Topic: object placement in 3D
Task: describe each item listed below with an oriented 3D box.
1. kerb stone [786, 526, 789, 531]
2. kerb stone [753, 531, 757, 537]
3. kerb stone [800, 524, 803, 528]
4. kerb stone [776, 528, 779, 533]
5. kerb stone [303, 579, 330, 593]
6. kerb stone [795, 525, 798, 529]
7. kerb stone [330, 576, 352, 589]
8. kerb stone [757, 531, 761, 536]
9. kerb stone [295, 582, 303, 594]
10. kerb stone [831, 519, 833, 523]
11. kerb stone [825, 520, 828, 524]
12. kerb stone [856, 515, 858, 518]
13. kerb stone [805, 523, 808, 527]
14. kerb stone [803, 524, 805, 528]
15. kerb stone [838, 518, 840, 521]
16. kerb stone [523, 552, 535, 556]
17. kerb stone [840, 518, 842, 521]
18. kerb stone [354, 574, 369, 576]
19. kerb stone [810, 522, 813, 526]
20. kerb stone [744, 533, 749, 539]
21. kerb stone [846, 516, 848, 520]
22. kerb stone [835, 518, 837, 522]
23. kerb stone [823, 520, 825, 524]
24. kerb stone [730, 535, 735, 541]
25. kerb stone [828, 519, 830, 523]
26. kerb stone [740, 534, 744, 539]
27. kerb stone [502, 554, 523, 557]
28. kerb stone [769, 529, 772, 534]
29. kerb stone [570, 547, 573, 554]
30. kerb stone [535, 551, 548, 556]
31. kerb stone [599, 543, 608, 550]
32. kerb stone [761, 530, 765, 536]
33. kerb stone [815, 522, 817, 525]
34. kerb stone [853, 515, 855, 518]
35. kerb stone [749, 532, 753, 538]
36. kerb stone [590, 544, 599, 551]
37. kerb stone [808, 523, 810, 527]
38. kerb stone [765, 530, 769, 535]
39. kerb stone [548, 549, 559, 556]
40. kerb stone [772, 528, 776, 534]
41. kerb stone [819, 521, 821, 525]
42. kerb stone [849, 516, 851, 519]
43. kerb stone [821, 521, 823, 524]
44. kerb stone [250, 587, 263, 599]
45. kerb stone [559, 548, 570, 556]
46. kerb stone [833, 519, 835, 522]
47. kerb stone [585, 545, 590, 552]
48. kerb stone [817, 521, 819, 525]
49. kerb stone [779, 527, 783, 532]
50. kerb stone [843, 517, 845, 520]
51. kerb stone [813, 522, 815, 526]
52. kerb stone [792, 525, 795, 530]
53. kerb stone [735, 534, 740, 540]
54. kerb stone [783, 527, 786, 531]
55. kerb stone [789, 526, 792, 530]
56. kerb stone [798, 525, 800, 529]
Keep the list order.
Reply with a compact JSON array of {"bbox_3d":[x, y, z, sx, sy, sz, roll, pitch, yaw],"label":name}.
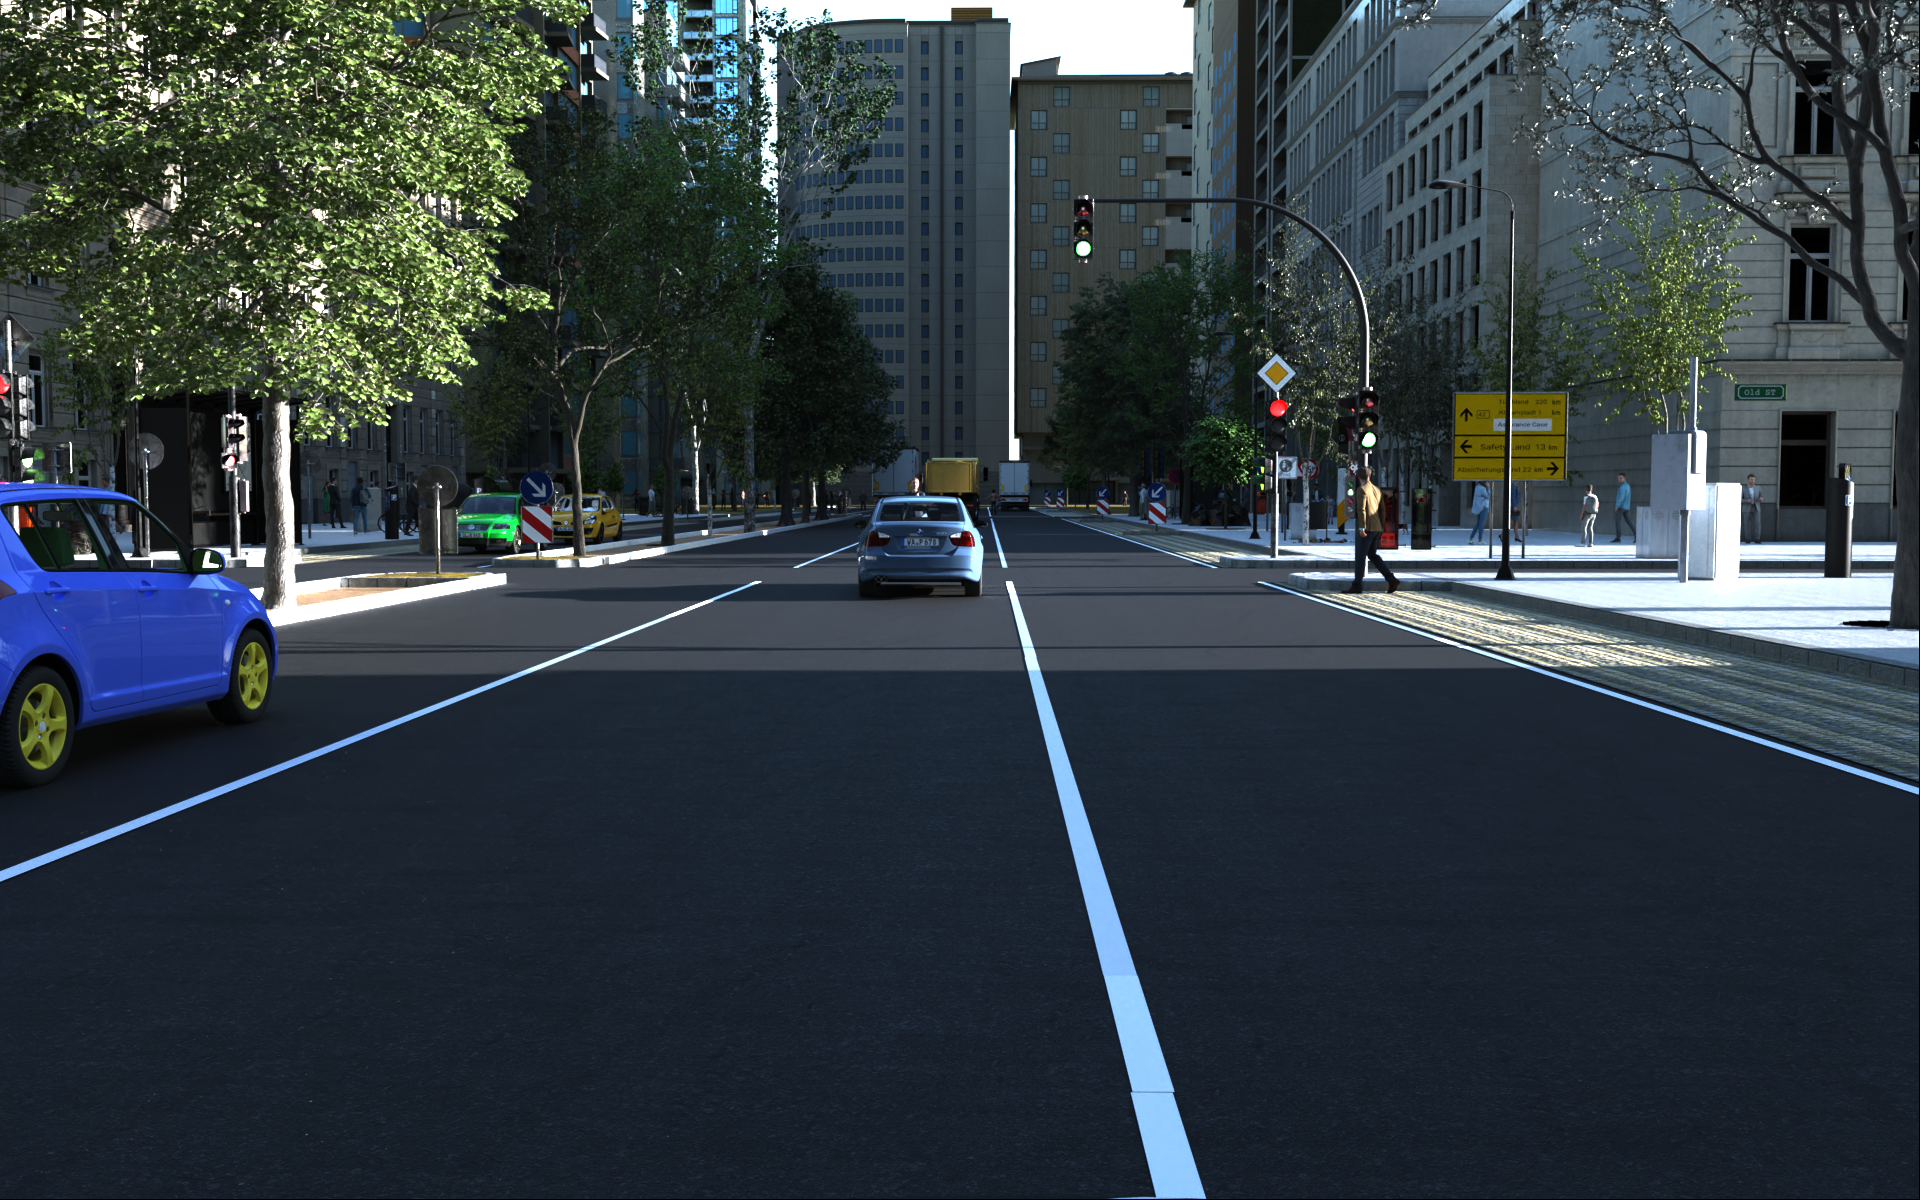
[{"bbox_3d":[-6.826,-2.730,66.828,0.120,0.150,1.000,0,4,1],"label":"kerb stone"},{"bbox_3d":[-6.959,-2.165,57.594,0.120,0.150,1.000,0,4,1],"label":"kerb stone"},{"bbox_3d":[-6.746,-3.043,71.946,0.120,0.150,1.000,0,4,1],"label":"kerb stone"},{"bbox_3d":[-6.870,-2.537,63.750,0.120,0.150,1.000,0,4,1],"label":"kerb stone"},{"bbox_3d":[-9.498,-0.191,25.323,0.120,0.150,1.000,0,4,1],"label":"kerb stone"},{"bbox_3d":[-6.773,-2.918,69.901,0.120,0.150,1.000,0,4,1],"label":"kerb stone"},{"bbox_3d":[-9.493,-0.253,26.345,0.120,0.150,1.000,0,4,1],"label":"kerb stone"},{"bbox_3d":[-6.938,-2.228,58.616,0.120,0.150,1.000,0,4,1],"label":"kerb stone"},{"bbox_3d":[-9.518,-0.129,24.298,0.120,0.150,1.000,0,4,1],"label":"kerb stone"},{"bbox_3d":[-6.549,-3.918,86.321,0.120,0.150,1.000,0,4,1],"label":"kerb stone"},{"bbox_3d":[-6.591,-3.733,83.225,0.120,0.150,1.000,0,4,1],"label":"kerb stone"},{"bbox_3d":[-6.316,-4.923,102.694,0.120,0.150,1.000,0,4,1],"label":"kerb stone"},{"bbox_3d":[-6.719,-3.157,74.000,0.120,0.150,1.000,0,4,1],"label":"kerb stone"},{"bbox_3d":[-6.737,-3.098,72.973,0.120,0.150,1.000,0,4,1],"label":"kerb stone"},{"bbox_3d":[-6.497,-4.172,90.409,0.120,0.150,1.000,0,4,1],"label":"kerb stone"},{"bbox_3d":[-9.340,-0.911,37.108,0.120,0.150,1.000,0,4,1],"label":"kerb stone"},{"bbox_3d":[-6.473,-4.235,91.431,0.120,0.150,1.000,0,4,1],"label":"kerb stone"},{"bbox_3d":[-9.480,-0.316,27.378,0.120,0.150,1.000,0,4,1],"label":"kerb stone"},{"bbox_3d":[-6.691,-3.293,76.044,0.120,0.150,1.000,0,4,1],"label":"kerb stone"},{"bbox_3d":[-6.985,-2.040,55.547,0.120,0.150,1.000,0,4,1],"label":"kerb stone"},{"bbox_3d":[-6.425,-4.482,95.529,0.120,0.150,1.000,0,4,1],"label":"kerb stone"},{"bbox_3d":[-6.516,-4.047,88.365,0.120,0.150,1.000,0,4,1],"label":"kerb stone"},{"bbox_3d":[-6.610,-3.669,82.184,0.120,0.150,1.000,0,4,1],"label":"kerb stone"},{"bbox_3d":[-7.022,-1.852,52.469,0.120,0.150,1.000,0,4,1],"label":"kerb stone"},{"bbox_3d":[-6.571,-3.796,84.261,0.120,0.150,1.000,0,4,1],"label":"kerb stone"},{"bbox_3d":[-6.998,-1.977,54.525,0.120,0.150,1.000,0,4,1],"label":"kerb stone"},{"bbox_3d":[-9.351,-0.850,36.086,0.120,0.150,1.000,0,4,1],"label":"kerb stone"},{"bbox_3d":[-6.894,-2.413,61.692,0.120,0.150,1.000,0,4,1],"label":"kerb stone"},{"bbox_3d":[-9.282,-1.162,41.201,0.120,0.150,1.000,0,4,1],"label":"kerb stone"},{"bbox_3d":[-9.318,-0.975,38.130,0.120,0.150,1.000,0,4,1],"label":"kerb stone"},{"bbox_3d":[-9.239,-1.339,44.268,0.120,0.150,1.000,0,4,1],"label":"kerb stone"},{"bbox_3d":[-6.918,-2.290,59.638,0.120,0.150,1.000,0,4,1],"label":"kerb stone"},{"bbox_3d":[-6.663,-3.417,78.092,0.120,0.150,1.000,0,4,1],"label":"kerb stone"},{"bbox_3d":[-6.348,-4.798,100.649,0.120,0.150,1.000,0,4,1],"label":"kerb stone"},{"bbox_3d":[-6.968,-2.103,56.571,0.120,0.150,1.000,0,4,1],"label":"kerb stone"},{"bbox_3d":[-9.253,-1.284,43.246,0.120,0.150,1.000,0,4,1],"label":"kerb stone"},{"bbox_3d":[-6.705,-3.229,75.022,0.120,0.150,1.000,0,4,1],"label":"kerb stone"},{"bbox_3d":[-6.907,-2.351,60.669,0.120,0.150,1.000,0,4,1],"label":"kerb stone"},{"bbox_3d":[-9.309,-1.035,39.152,0.120,0.150,1.000,0,4,1],"label":"kerb stone"},{"bbox_3d":[-6.870,-2.478,62.713,0.120,0.150,1.000,0,4,1],"label":"kerb stone"},{"bbox_3d":[-6.642,-3.544,80.137,0.120,0.150,1.000,0,4,1],"label":"kerb stone"},{"bbox_3d":[-6.385,-4.610,97.576,0.120,0.150,1.000,0,4,1],"label":"kerb stone"},{"bbox_3d":[-6.626,-3.606,81.159,0.120,0.150,1.000,0,4,1],"label":"kerb stone"},{"bbox_3d":[-9.531,-0.063,23.277,0.120,0.150,1.000,0,4,1],"label":"kerb stone"},{"bbox_3d":[-9.290,-1.100,40.179,0.120,0.150,1.000,0,4,1],"label":"kerb stone"},{"bbox_3d":[-6.528,-3.984,87.343,0.120,0.150,1.000,0,4,1],"label":"kerb stone"},{"bbox_3d":[-9.267,-1.225,42.223,0.120,0.150,1.000,0,4,1],"label":"kerb stone"},{"bbox_3d":[-6.658,-3.481,79.114,0.120,0.150,1.000,0,4,1],"label":"kerb stone"},{"bbox_3d":[-6.846,-2.605,64.780,0.120,0.150,1.000,0,4,1],"label":"kerb stone"},{"bbox_3d":[-6.450,-4.360,93.484,0.120,0.150,1.000,0,4,1],"label":"kerb stone"},{"bbox_3d":[-6.681,-3.354,77.066,0.120,0.150,1.000,0,4,1],"label":"kerb stone"},{"bbox_3d":[-6.792,-2.855,68.877,0.120,0.150,1.000,0,4,1],"label":"kerb stone"},{"bbox_3d":[-7.011,-1.914,53.496,0.120,0.150,1.000,0,4,1],"label":"kerb stone"},{"bbox_3d":[-6.840,-2.667,65.805,0.120,0.150,1.000,0,4,1],"label":"kerb stone"},{"bbox_3d":[-6.814,-2.790,67.850,0.120,0.150,1.000,0,4,1],"label":"kerb stone"},{"bbox_3d":[-6.763,-2.973,70.924,0.120,0.150,1.000,0,4,1],"label":"kerb stone"}]
